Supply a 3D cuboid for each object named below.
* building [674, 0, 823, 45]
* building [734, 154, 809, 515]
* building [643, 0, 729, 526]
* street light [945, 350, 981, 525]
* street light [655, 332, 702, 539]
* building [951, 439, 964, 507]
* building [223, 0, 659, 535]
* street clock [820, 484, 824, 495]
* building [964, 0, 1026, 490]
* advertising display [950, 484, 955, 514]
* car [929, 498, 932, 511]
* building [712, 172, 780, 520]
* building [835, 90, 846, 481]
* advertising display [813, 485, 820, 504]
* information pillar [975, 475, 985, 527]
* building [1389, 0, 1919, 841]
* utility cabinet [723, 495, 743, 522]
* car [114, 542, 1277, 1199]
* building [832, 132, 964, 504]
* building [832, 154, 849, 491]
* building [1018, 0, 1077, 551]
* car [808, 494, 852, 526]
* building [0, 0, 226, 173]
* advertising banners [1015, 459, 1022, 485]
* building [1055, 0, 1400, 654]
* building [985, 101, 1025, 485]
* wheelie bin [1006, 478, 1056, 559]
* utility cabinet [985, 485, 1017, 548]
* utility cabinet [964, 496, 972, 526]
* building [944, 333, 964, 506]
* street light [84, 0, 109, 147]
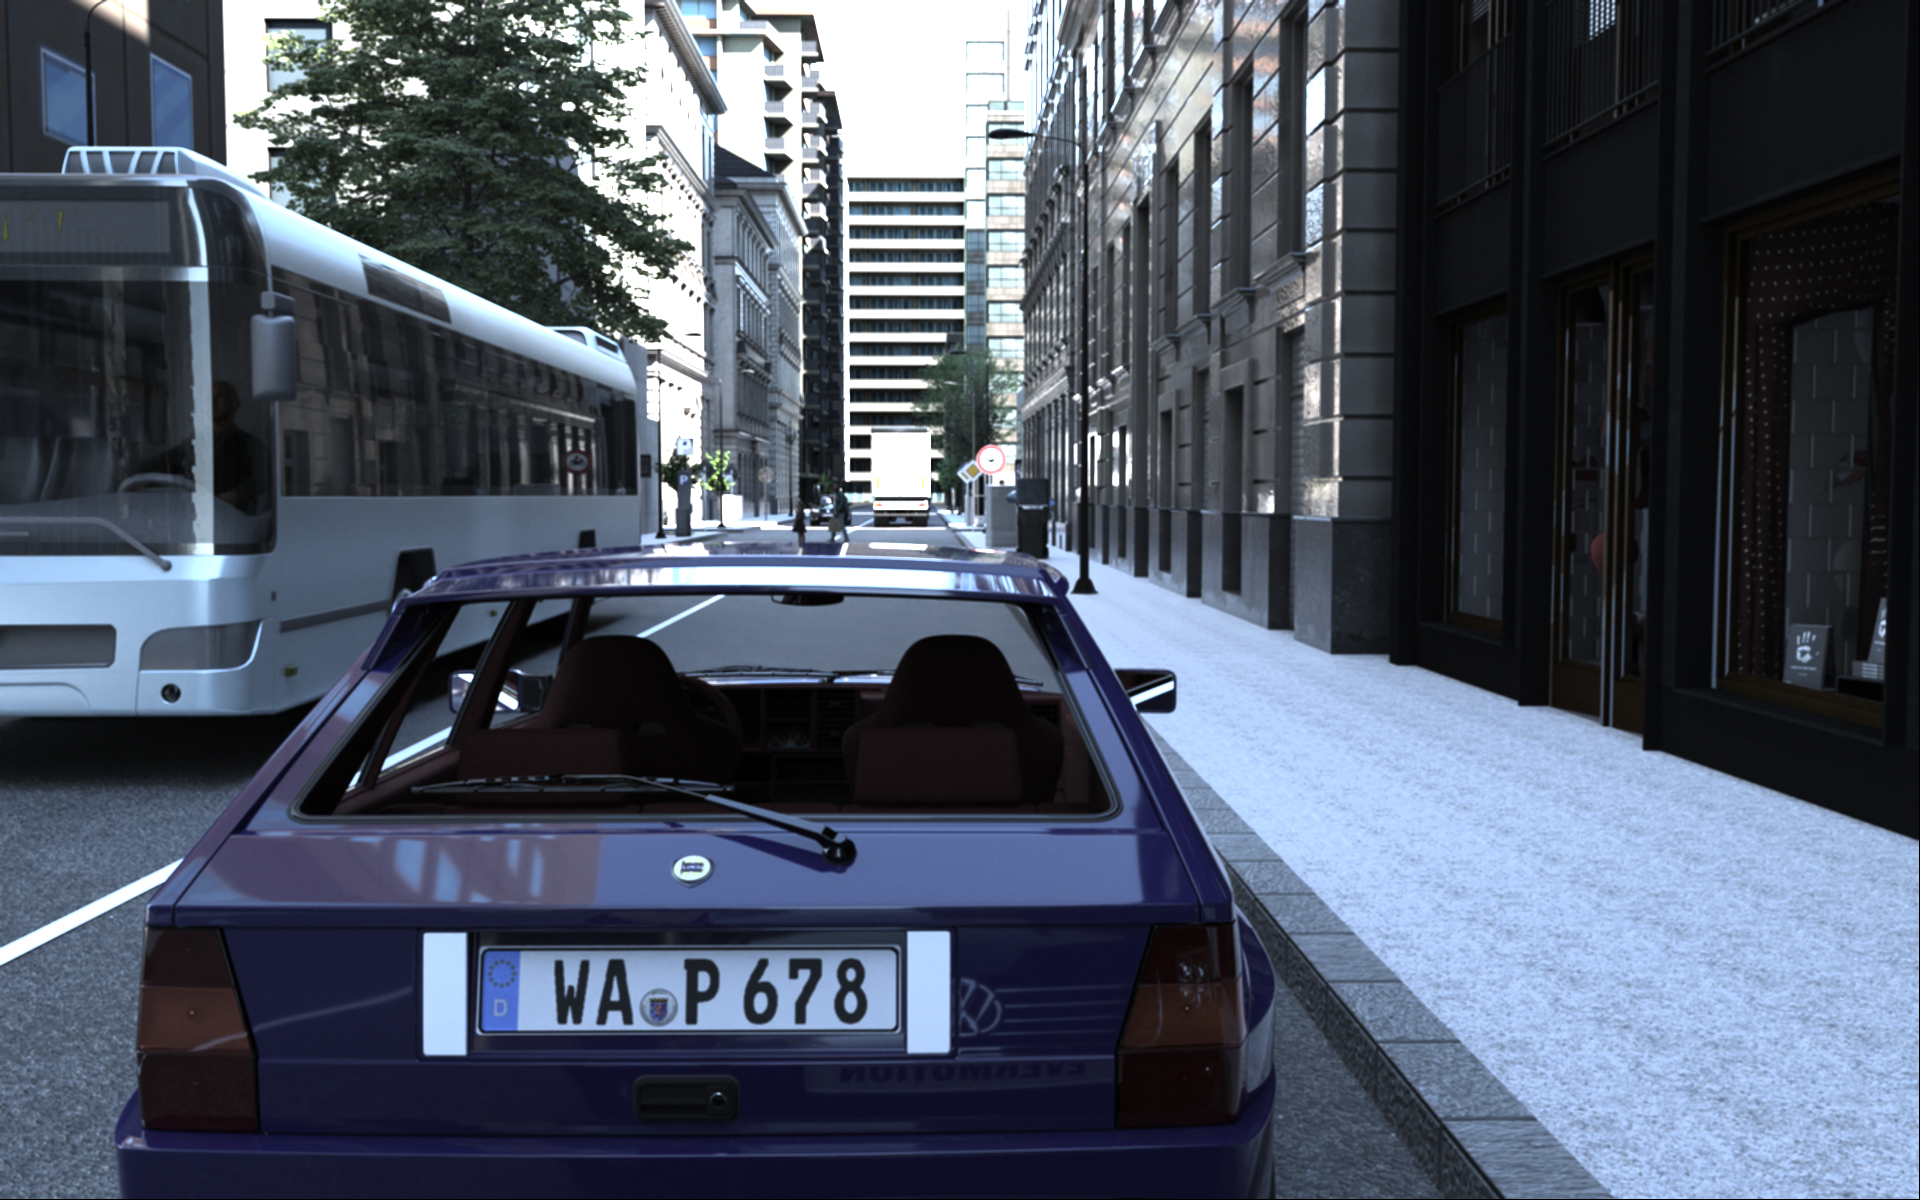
[{"bbox_3d":[-23.315,-30.577,154.566,22.147,44.769,28.867,0,4,-1],"label":"building"},{"bbox_3d":[-16.167,-17.502,115.028,11.050,23.489,19.941,0,4,-1],"label":"building"},{"bbox_3d":[-16.619,-15.067,75.231,11.050,23.489,19.941,0,4,-1],"label":"building"},{"bbox_3d":[0.346,-5.115,56.168,1.470,5.913,1.316,0,4,-1],"label":"street light"},{"bbox_3d":[-8.105,-4.730,49.884,1.470,5.913,1.316,0,4,-1],"label":"street light"},{"bbox_3d":[10.537,-52.371,168.937,22.319,86.520,31.000,0,4,-1],"label":"building"},{"bbox_3d":[-20.149,-37.138,45.456,20.611,71.187,20.563,0,4,-1],"label":"building"},{"bbox_3d":[-10.129,-7.507,127.302,0.358,2.002,0.471,-1,4,-13],"label":"street clock"},{"bbox_3d":[7.356,-28.389,147.748,14.154,41.232,14.086,0,4,-1],"label":"building"},{"bbox_3d":[-0.468,-6.456,110.773,0.123,1.923,0.974,1,4,14],"label":"advertising display"},{"bbox_3d":[-3.369,-8.403,146.983,1.945,1.707,3.694,0,4,-3],"label":"car"},{"bbox_3d":[-15.932,-14.088,94.970,10.561,19.102,19.286,0,4,-1],"label":"building"},{"bbox_3d":[-23.668,-32.414,184.589,22.147,44.769,28.867,0,4,-1],"label":"building"},{"bbox_3d":[-9.877,-7.002,119.701,0.123,1.923,0.974,1,4,12],"label":"advertising display"},{"bbox_3d":[0.763,-3.799,66.610,0.304,2.012,0.304,-1,4,-23],"label":"information pillar"},{"bbox_3d":[9.580,-10.705,4.700,12.332,23.373,15.834,0,4,-1],"label":"building"},{"bbox_3d":[-10.500,-4.178,79.468,1.020,1.237,0.306,-1,4,-17],"label":"utility cabinet"},{"bbox_3d":[-0.385,0.515,4.165,1.945,1.354,3.894,0,4,-1],"label":"car"},{"bbox_3d":[-9.293,-37.378,234.837,21.600,48.544,21.300,0,4,-1],"label":"building"},{"bbox_3d":[-20.423,-32.036,207.382,14.086,41.232,14.154,0,4,-1],"label":"building"},{"bbox_3d":[6.856,-12.103,47.038,9.793,20.994,18.267,0,4,-1],"label":"building"},{"bbox_3d":[-5.915,-4.256,79.373,2.009,1.686,4.222,0,4,0],"label":"car"},{"bbox_3d":[-16.798,-22.347,15.489,14.600,45.320,14.200,0,4,-1],"label":"building"},{"bbox_3d":[2.407,-5.534,86.661,0.090,3.025,2.074,3,5,44],"label":"advertising banners"},{"bbox_3d":[8.349,-13.943,25.226,12.463,27.353,25.104,0,4,-1],"label":"building"},{"bbox_3d":[8.807,-21.960,130.749,14.160,30.474,14.107,0,4,-1],"label":"building"},{"bbox_3d":[1.397,-1.622,34.424,0.980,1.594,0.693,0,4,-1],"label":"wheelie bin"},{"bbox_3d":[1.194,-1.988,41.187,1.173,1.500,0.318,-2,4,-28],"label":"utility cabinet"},{"bbox_3d":[0.347,-3.555,69.281,0.306,1.237,1.020,0,4,-2],"label":"utility cabinet"},{"bbox_3d":[12.103,-21.765,200.892,27.650,21.520,28.899,0,4,-1],"label":"building"},{"bbox_3d":[-7.381,-2.650,15.877,1.470,5.913,1.316,0,4,-1],"label":"street light"}]
